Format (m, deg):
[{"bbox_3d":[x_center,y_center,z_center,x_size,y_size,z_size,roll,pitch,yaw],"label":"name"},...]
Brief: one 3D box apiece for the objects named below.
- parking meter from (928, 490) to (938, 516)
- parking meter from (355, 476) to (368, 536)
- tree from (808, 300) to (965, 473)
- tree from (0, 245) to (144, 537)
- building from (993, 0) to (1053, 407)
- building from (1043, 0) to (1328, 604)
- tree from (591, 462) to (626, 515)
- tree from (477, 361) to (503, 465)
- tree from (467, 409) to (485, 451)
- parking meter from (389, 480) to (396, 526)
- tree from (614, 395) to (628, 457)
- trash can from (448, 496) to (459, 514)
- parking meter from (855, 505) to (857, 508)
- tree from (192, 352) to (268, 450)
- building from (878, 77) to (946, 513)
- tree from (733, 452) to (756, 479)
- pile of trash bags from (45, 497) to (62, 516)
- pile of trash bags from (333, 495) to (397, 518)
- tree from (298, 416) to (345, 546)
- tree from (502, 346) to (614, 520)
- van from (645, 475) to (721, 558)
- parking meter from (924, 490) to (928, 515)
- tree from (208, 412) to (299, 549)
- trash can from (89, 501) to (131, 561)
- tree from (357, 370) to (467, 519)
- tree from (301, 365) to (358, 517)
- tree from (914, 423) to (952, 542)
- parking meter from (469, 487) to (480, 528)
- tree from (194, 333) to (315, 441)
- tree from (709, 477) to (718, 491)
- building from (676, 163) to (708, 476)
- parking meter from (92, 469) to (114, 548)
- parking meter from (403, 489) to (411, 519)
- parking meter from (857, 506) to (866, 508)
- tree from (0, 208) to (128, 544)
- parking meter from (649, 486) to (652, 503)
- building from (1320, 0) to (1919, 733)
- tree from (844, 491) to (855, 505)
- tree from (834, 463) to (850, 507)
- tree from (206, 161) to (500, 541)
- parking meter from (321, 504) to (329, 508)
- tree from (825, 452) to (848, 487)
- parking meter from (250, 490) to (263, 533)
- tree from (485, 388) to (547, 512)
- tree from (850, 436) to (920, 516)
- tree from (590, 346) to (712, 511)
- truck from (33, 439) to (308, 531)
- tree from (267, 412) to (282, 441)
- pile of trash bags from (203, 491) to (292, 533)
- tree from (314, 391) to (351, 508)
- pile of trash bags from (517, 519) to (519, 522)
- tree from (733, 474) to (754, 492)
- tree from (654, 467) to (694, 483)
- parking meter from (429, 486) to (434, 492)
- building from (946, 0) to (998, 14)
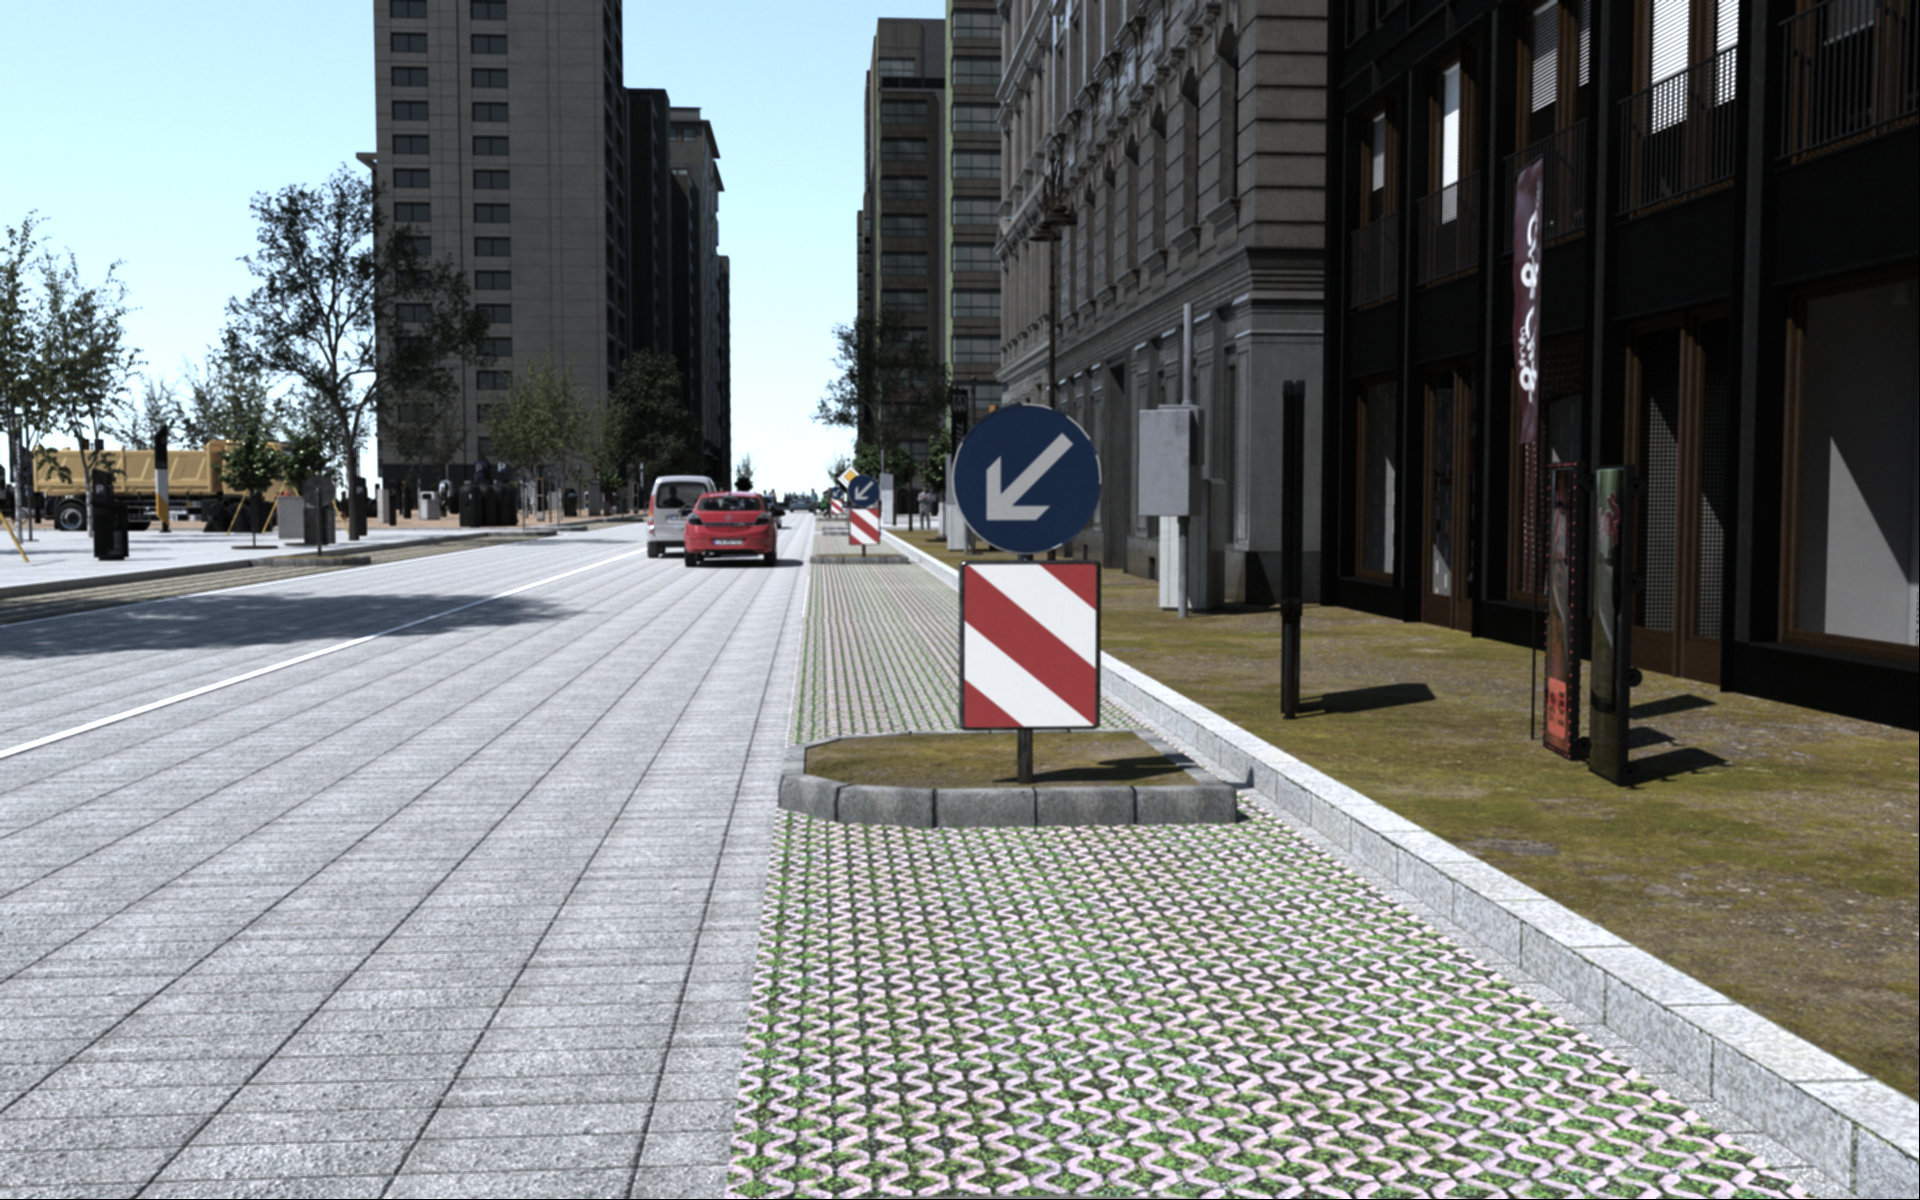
[{"bbox_3d":[-1.499,-5.676,101.219,0.372,1.533,0.369,0,3,0],"label":"parking meter"},{"bbox_3d":[-18.401,-2.904,53.186,0.399,1.863,0.255,-1,4,-14],"label":"parking meter"},{"bbox_3d":[-3.414,-9.056,82.473,8.767,10.594,7.601,2,4,25],"label":"tree"},{"bbox_3d":[-25.824,-6.146,50.847,4.360,8.622,3.978,0,3,0],"label":"tree"},{"bbox_3d":[7.211,-12.988,48.516,11.583,22.565,21.152,0,4,-5],"label":"building"},{"bbox_3d":[7.262,-10.985,28.752,9.793,20.994,18.267,0,4,-5],"label":"building"},{"bbox_3d":[-21.692,-6.763,105.177,1.663,3.219,1.824,0,3,0],"label":"tree"},{"bbox_3d":[-23.304,-8.655,91.867,4.737,8.622,4.395,0,3,0],"label":"tree"},{"bbox_3d":[-38.803,-10.986,129.990,4.360,8.622,3.978,0,3,0],"label":"tree"},{"bbox_3d":[-23.012,-3.946,70.229,0.255,1.863,0.399,-1,4,-17],"label":"parking meter"},{"bbox_3d":[-26.029,-10.737,125.911,4.737,8.622,4.395,0,3,0],"label":"tree"},{"bbox_3d":[-32.482,-6.092,111.259,0.748,1.137,0.748,0,3,0],"label":"trash can"},{"bbox_3d":[-7.510,-7.422,127.052,0.255,1.863,0.399,-2,4,-24],"label":"parking meter"},{"bbox_3d":[-38.865,-8.482,89.050,4.360,8.622,3.978,0,3,0],"label":"tree"},{"bbox_3d":[1.143,-21.556,124.142,14.160,30.474,14.107,0,4,-5],"label":"building"},{"bbox_3d":[-36.293,-20.917,292.351,4.360,8.622,3.978,0,3,0],"label":"tree"},{"bbox_3d":[-53.946,-5.555,100.581,3.447,1.369,1.912,-2,4,-29],"label":"pile of trash bags"},{"bbox_3d":[-32.214,-5.199,94.758,3.447,1.369,1.912,2,4,24],"label":"pile of trash bags"},{"bbox_3d":[-16.259,-2.982,43.362,1.663,3.219,1.824,0,3,0],"label":"tree"},{"bbox_3d":[-19.885,-8.297,86.022,4.737,8.622,4.395,0,3,0],"label":"tree"},{"bbox_3d":[-6.381,-2.044,40.428,2.013,2.044,4.112,0,4,-6],"label":"van"},{"bbox_3d":[-2.035,-5.854,104.125,0.372,1.533,0.369,0,3,0],"label":"parking meter"},{"bbox_3d":[-16.681,-2.826,40.806,1.663,3.219,1.824,0,3,0],"label":"tree"},{"bbox_3d":[-16.464,-1.341,33.578,0.748,1.137,0.748,0,3,0],"label":"trash can"},{"bbox_3d":[-27.881,-8.439,88.344,4.360,8.622,3.978,0,3,0],"label":"tree"},{"bbox_3d":[-35.510,-9.086,98.920,4.360,8.622,3.978,0,3,0],"label":"tree"},{"bbox_3d":[-0.203,-3.337,49.157,1.663,3.219,1.824,0,3,0],"label":"tree"},{"bbox_3d":[-18.630,-3.552,66.494,0.372,1.533,0.369,0,3,0],"label":"parking meter"},{"bbox_3d":[-32.254,-7.818,78.180,4.737,8.622,4.395,0,3,0],"label":"tree"},{"bbox_3d":[-28.296,-12.296,195.647,1.663,3.219,1.824,0,3,0],"label":"tree"},{"bbox_3d":[-38.306,-32.049,207.598,14.154,41.232,14.086,0,4,-5],"label":"building"},{"bbox_3d":[-19.793,-2.099,40.026,0.399,1.863,0.255,0,4,-1],"label":"parking meter"},{"bbox_3d":[-28.991,-5.041,90.837,0.372,1.533,0.369,0,3,0],"label":"parking meter"},{"bbox_3d":[-7.054,-7.363,126.102,0.255,1.863,0.399,-3,5,-43],"label":"parking meter"},{"bbox_3d":[-23.991,-5.748,44.340,4.737,8.622,4.395,0,3,0],"label":"tree"},{"bbox_3d":[-22.403,-7.323,125.441,0.255,1.863,0.399,-1,4,-9],"label":"parking meter"},{"bbox_3d":[10.923,-11.145,11.902,12.332,23.373,15.834,0,4,-5],"label":"building"},{"bbox_3d":[-16.251,-15.643,250.365,1.663,3.219,1.824,0,3,0],"label":"tree"},{"bbox_3d":[-11.275,-11.930,178.774,4.285,4.588,4.351,0,3,0],"label":"tree"},{"bbox_3d":[-16.742,-6.945,47.960,8.767,10.594,7.601,0,4,0],"label":"tree"},{"bbox_3d":[-32.355,-4.880,88.197,0.372,1.533,0.369,0,3,0],"label":"parking meter"},{"bbox_3d":[-20.754,-21.071,294.877,4.360,8.622,3.978,0,3,0],"label":"tree"},{"bbox_3d":[-23.013,-3.115,56.645,0.255,1.863,0.399,0,4,4],"label":"parking meter"},{"bbox_3d":[-31.852,-10.734,125.856,4.360,8.622,3.978,0,3,0],"label":"tree"},{"bbox_3d":[-4.000,-7.178,101.075,4.285,4.588,4.351,0,3,0],"label":"tree"},{"bbox_3d":[-24.047,-13.301,134.486,9.611,12.733,9.660,0,3,0],"label":"tree"},{"bbox_3d":[-27.729,-4.059,62.285,9.791,3.379,3.469,0,4,-4],"label":"truck"},{"bbox_3d":[-48.849,-10.288,118.571,4.360,8.622,3.978,0,3,0],"label":"tree"},{"bbox_3d":[-23.725,-2.963,58.194,3.447,1.369,1.912,2,4,25],"label":"pile of trash bags"},{"bbox_3d":[-38.550,-9.358,103.362,4.737,8.622,4.395,0,3,0],"label":"tree"},{"bbox_3d":[-21.281,-4.151,77.616,1.912,1.369,3.447,1,4,12],"label":"pile of trash bags"},{"bbox_3d":[-35.497,-18.366,283.996,4.285,4.588,4.351,0,3,0],"label":"tree"},{"bbox_3d":[-24.595,-10.122,149.205,4.285,4.588,4.351,0,3,0],"label":"tree"},{"bbox_3d":[-35.977,-6.862,117.910,0.255,1.863,0.399,-1,4,-11],"label":"parking meter"},{"bbox_3d":[6.027,-25.596,102.082,14.154,41.232,14.086,0,4,-5],"label":"building"}]
